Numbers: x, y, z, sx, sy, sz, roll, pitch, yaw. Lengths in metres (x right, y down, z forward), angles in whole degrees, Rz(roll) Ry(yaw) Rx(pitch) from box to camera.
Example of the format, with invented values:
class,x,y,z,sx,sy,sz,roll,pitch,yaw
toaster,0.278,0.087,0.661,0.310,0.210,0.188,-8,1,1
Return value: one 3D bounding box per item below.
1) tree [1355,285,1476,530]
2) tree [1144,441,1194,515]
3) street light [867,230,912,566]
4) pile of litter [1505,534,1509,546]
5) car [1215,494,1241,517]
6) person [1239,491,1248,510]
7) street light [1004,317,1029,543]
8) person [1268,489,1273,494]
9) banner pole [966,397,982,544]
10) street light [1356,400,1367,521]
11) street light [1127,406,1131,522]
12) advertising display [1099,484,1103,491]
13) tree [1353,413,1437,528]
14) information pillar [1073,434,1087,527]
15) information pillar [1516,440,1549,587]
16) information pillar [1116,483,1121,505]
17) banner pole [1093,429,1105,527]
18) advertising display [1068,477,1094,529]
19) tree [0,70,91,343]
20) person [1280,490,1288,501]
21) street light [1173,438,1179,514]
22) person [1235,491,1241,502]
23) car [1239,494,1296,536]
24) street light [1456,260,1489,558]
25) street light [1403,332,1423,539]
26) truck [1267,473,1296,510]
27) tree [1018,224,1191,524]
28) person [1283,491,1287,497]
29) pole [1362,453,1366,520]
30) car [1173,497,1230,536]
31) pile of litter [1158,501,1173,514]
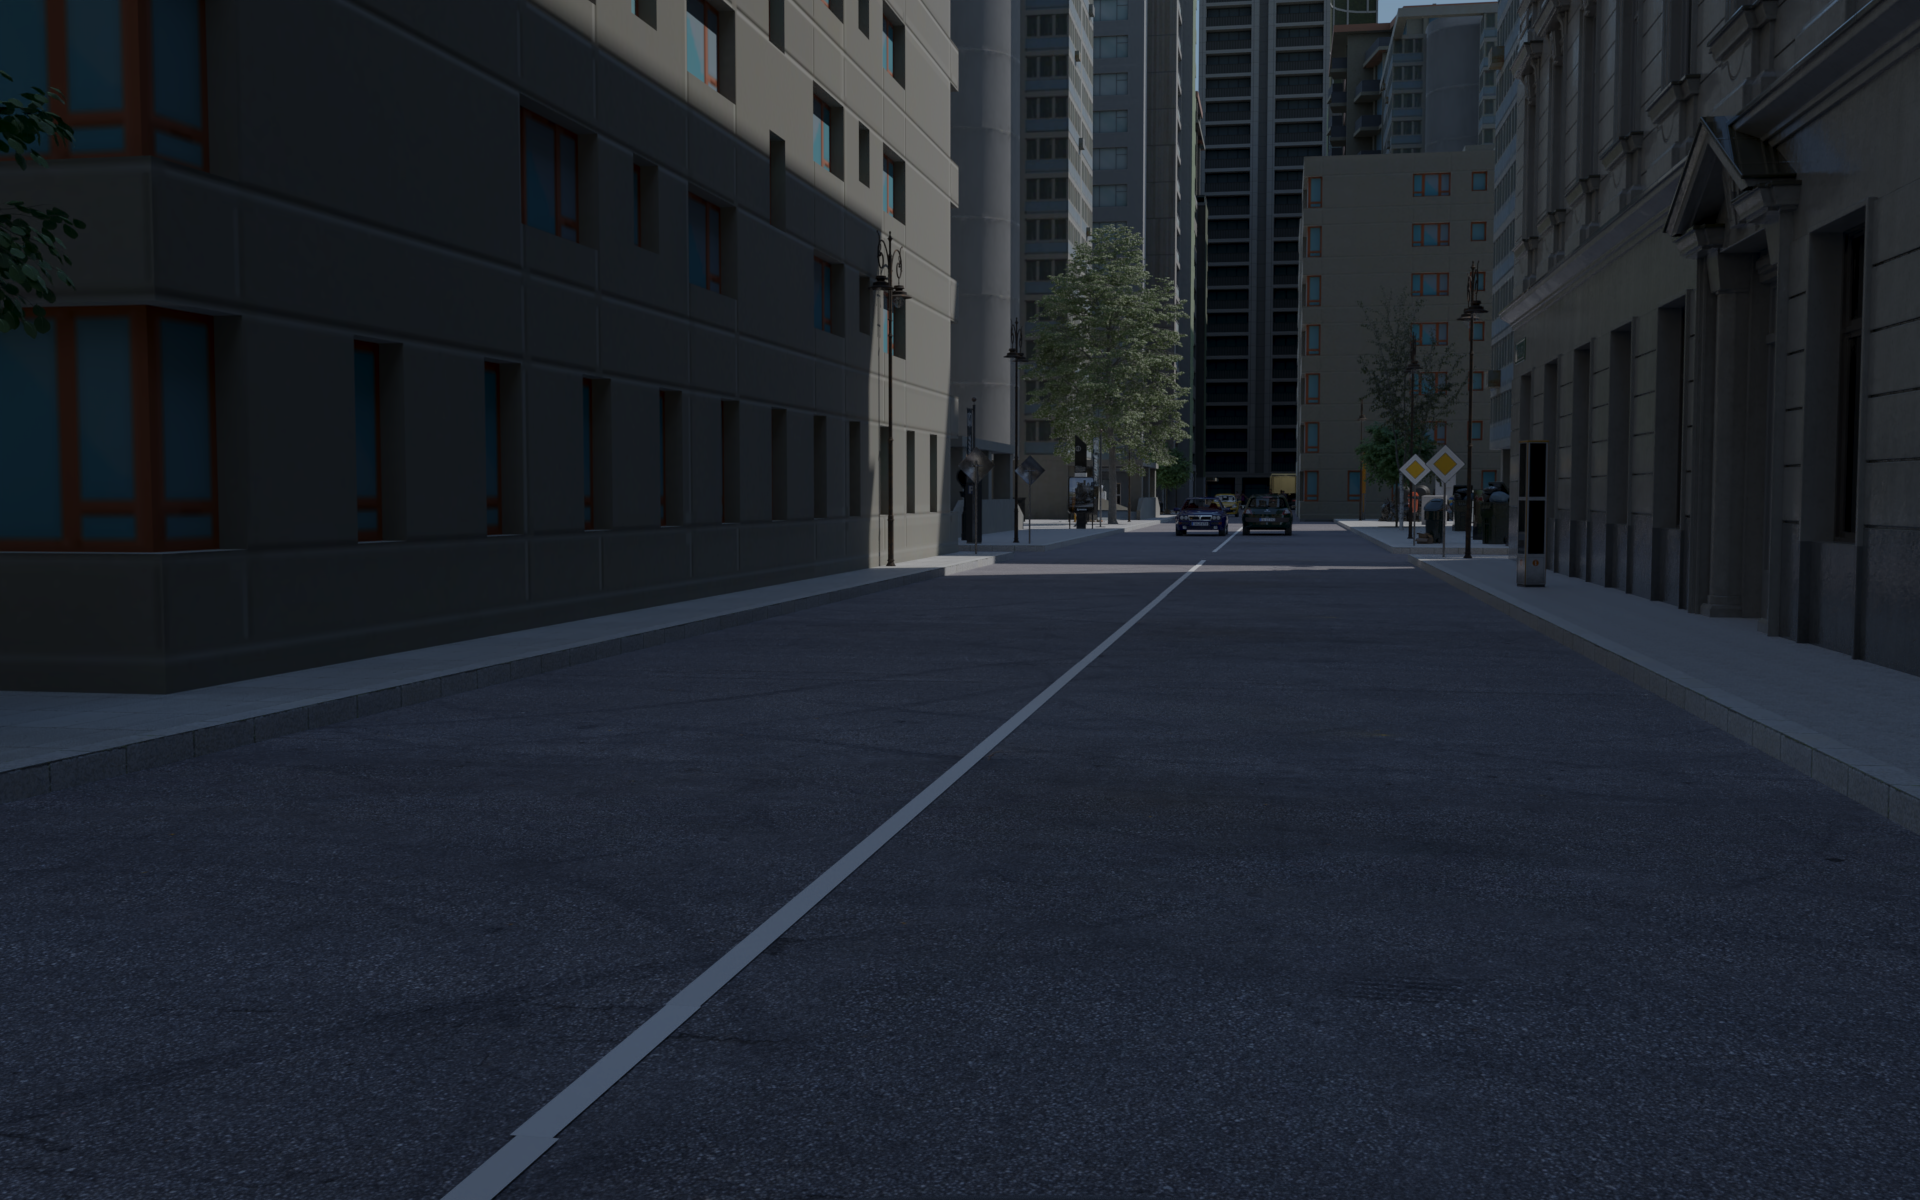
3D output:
class,x,y,z,sx,sy,sz,roll,pitch,yaw
tree,15.653,-6.750,60.731,4.360,8.622,3.978,0,3,0
tree,12.847,-7.586,107.739,4.285,4.588,4.351,0,3,0
street light,-1.229,-3.536,30.605,0.468,5.910,1.993,1,4,10
pile of litter,14.231,-1.758,42.711,1.719,0.858,1.176,0,4,-2
car,16.634,-6.020,108.657,2.015,1.641,3.980,1,4,10
person,26.236,-9.254,160.492,0.721,1.739,1.217,-2,4,-35
street light,1.481,-4.446,45.479,0.468,5.910,1.993,1,4,10
person,23.729,-7.583,132.446,1.348,1.831,0.705,2,4,26
banner pole,0.293,-3.335,44.549,0.401,3.779,0.863,1,4,17
street light,19.159,-6.724,82.727,0.468,5.910,1.993,1,4,10
street light,7.755,-6.509,79.211,0.468,5.910,1.993,1,4,10
advertising display,9.399,-6.758,115.701,0.123,1.923,0.974,1,4,18
tree,16.900,-5.092,66.962,4.285,4.588,4.351,0,3,0
information pillar,4.709,-4.672,67.735,0.504,3.616,0.183,2,4,24
information pillar,7.894,-1.186,23.887,0.304,2.012,0.304,0,4,-5
information pillar,10.660,-6.853,116.534,0.304,2.012,0.304,0,4,2
banner pole,5.331,-4.708,66.993,0.401,3.779,0.863,-2,4,-24
advertising display,4.462,-3.584,63.811,0.974,1.923,0.123,0,4,-7
tree,-6.203,-1.503,8.287,4.285,4.588,4.351,0,3,0
person,23.199,-7.101,125.321,1.217,1.735,0.721,-1,4,-20
street light,14.186,-8.605,113.482,0.468,5.910,1.993,1,4,10
person,28.707,-10.435,179.823,1.217,1.736,0.721,3,4,36
car,10.847,-3.138,61.094,2.009,1.686,4.222,1,4,10
street light,10.152,-3.771,34.444,0.468,5.910,1.993,1,4,10
street light,12.923,-4.694,49.527,0.468,5.910,1.993,1,4,10
truck,29.922,-10.006,159.520,3.469,3.379,9.791,1,4,11
tree,6.107,-9.513,73.663,7.486,12.596,7.792,0,3,0
person,26.040,-7.948,139.376,0.541,1.710,0.530,1,4,23
pole,19.965,-5.611,85.583,0.158,3.312,0.155,0,3,0
car,8.439,-2.918,60.293,1.945,1.354,3.894,1,4,10
pile of litter,13.046,-5.933,110.973,1.719,0.858,1.176,-3,4,-36
